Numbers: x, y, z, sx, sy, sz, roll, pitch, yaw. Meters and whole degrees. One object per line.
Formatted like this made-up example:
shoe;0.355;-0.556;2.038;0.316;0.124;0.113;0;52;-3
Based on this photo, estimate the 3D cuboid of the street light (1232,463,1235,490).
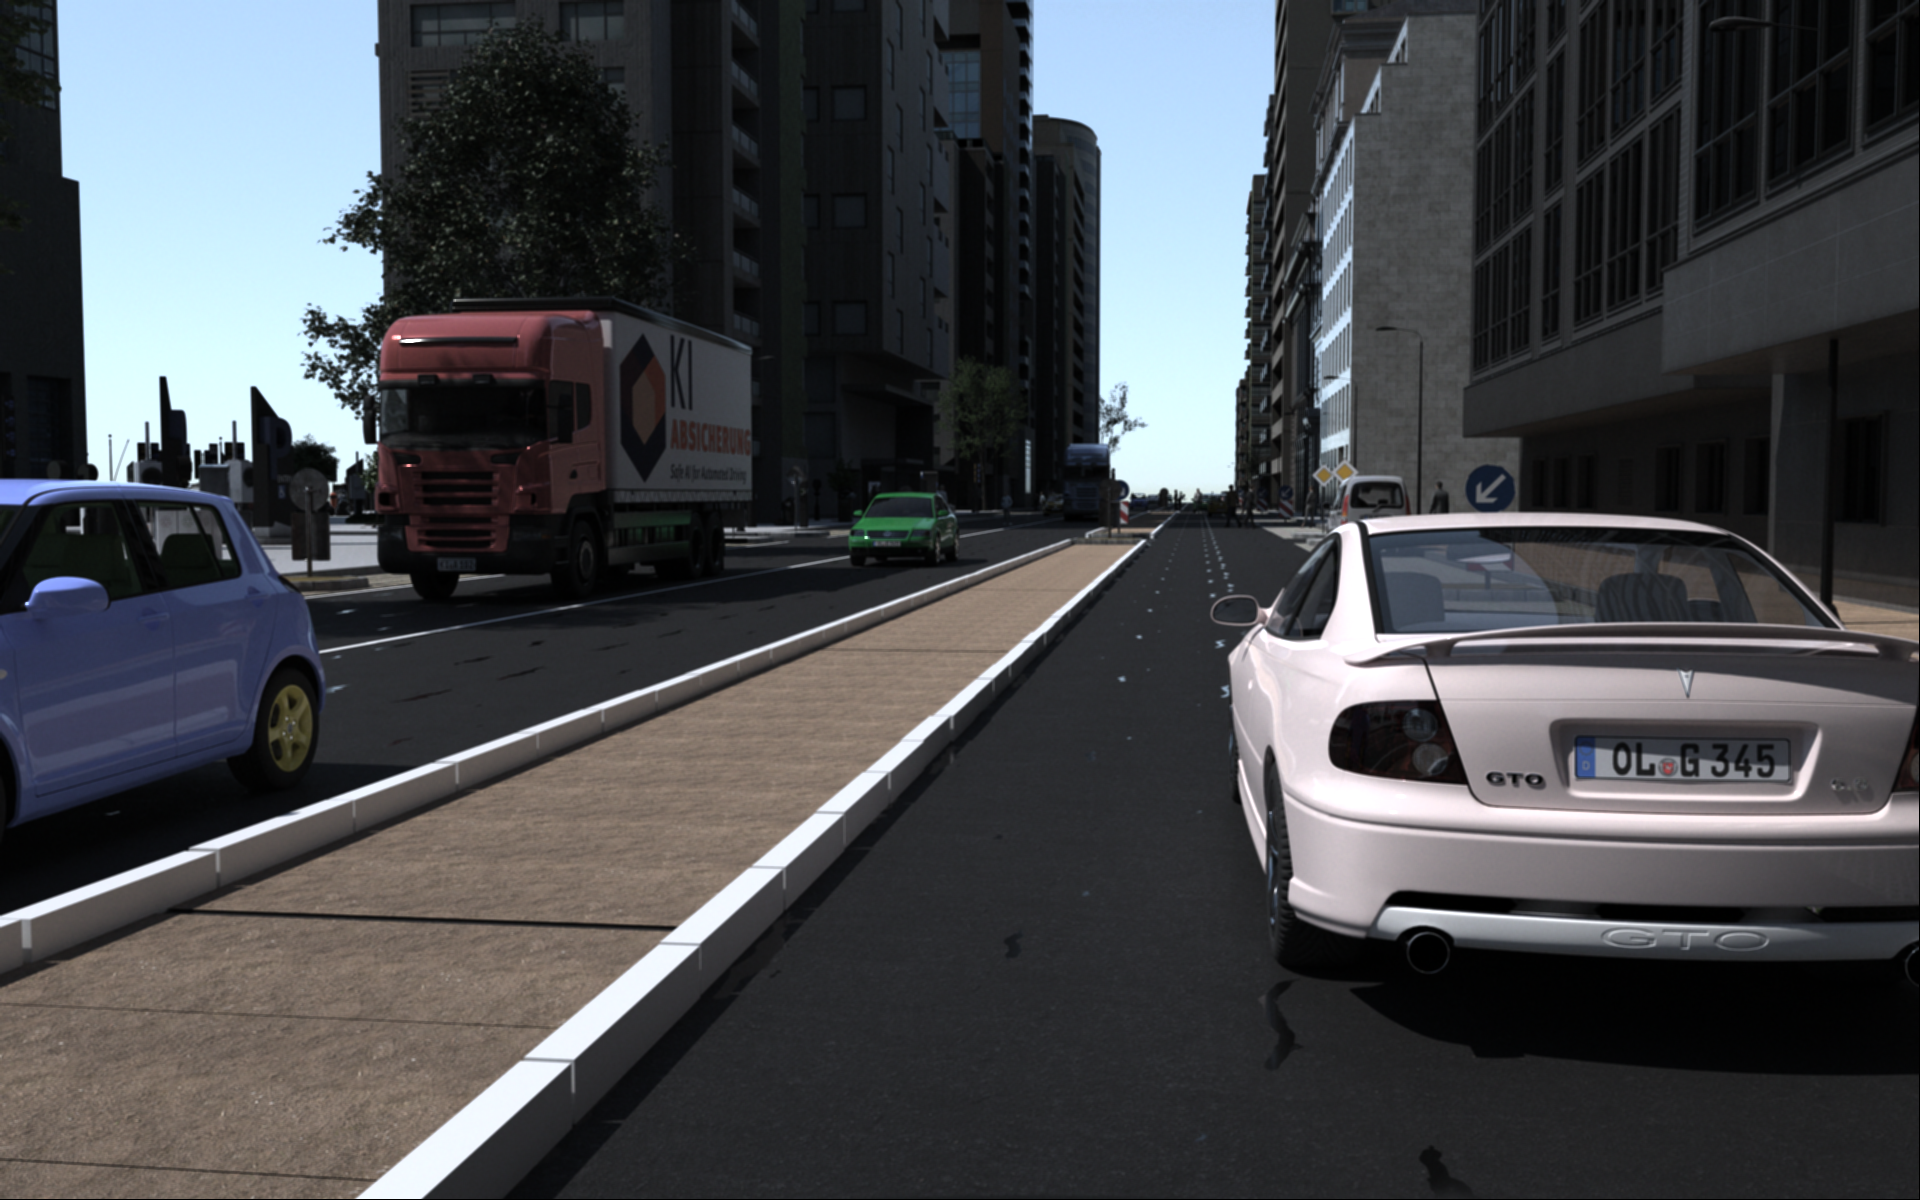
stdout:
street light;36.613;-15.509;226.115;1.470;5.913;1.316;0;4;8

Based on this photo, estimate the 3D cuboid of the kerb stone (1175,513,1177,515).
kerb stone;12.989;-5.100;105.579;0.120;0.150;1.000;0;4;8

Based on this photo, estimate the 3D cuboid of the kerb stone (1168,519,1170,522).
kerb stone;9.659;-3.610;81.216;0.120;0.150;1.000;0;4;8

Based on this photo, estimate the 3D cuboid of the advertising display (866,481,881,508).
advertising display;-4.174;-4.806;83.796;0.123;1.923;0.974;3;5;39

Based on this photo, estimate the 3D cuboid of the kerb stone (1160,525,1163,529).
kerb stone;7.436;-2.618;64.998;0.120;0.150;1.000;0;4;8

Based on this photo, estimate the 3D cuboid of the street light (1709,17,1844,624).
street light;8.004;-2.718;16.985;1.470;5.913;1.316;0;4;8

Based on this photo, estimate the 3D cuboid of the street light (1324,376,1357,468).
street light;14.995;-5.846;68.126;1.470;5.913;1.316;0;4;8

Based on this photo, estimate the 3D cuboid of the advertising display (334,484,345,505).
advertising display;-41.862;-6.824;116.793;0.123;1.923;0.974;2;4;30

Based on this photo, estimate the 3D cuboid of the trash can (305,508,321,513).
trash can;-25.726;-3.497;68.823;0.748;1.137;0.748;0;3;0

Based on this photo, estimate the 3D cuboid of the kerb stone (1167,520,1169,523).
kerb stone;9.235;-3.424;78.180;0.120;0.150;1.000;0;4;8

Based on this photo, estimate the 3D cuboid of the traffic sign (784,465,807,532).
traffic sign;-5.562;-3.366;58.681;0.795;2.450;0.064;0;4;8

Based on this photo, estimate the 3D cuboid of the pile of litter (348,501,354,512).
pile of litter;-44.728;-6.888;126.584;1.719;0.858;1.176;1;4;16

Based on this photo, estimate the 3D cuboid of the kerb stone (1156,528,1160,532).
kerb stone;6.878;-2.369;60.936;0.120;0.150;1.000;0;4;8

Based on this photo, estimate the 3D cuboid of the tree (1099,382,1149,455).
tree;25.311;-26.589;290.618;12.611;20.169;13.585;0;3;0

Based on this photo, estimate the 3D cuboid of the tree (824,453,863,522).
tree;-5.621;-5.301;81.280;1.663;3.219;1.824;0;3;0

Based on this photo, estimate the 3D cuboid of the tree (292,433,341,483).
tree;-34.979;-6.680;92.928;4.285;4.588;4.351;0;3;0

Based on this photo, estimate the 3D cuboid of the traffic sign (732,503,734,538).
traffic sign;-6.646;-2.882;50.769;0.795;2.450;0.064;0;4;8

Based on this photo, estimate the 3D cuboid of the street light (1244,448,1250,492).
street light;29.674;-12.415;175.531;1.470;5.913;1.316;0;4;8

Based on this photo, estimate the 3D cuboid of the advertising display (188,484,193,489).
advertising display;-49.295;-6.490;111.328;0.974;1.923;0.123;3;4;37

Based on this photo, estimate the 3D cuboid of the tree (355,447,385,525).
tree;-23.877;-4.670;70.962;1.663;3.219;1.824;0;3;0

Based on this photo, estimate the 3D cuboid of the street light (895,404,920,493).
street light;-2.771;-7.154;89.515;1.470;5.913;1.316;0;4;8

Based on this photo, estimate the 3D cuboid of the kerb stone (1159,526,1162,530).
kerb stone;7.292;-2.555;63.977;0.120;0.150;1.000;0;4;8

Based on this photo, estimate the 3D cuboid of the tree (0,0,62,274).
tree;-13.659;-6.108;17.999;7.486;12.596;7.792;0;3;0

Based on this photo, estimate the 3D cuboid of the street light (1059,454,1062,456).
street light;11.780;-13.703;196.585;1.470;5.913;1.316;0;4;8

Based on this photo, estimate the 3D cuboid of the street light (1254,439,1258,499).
street light;25.403;-10.531;144.716;1.470;5.913;1.316;0;4;8

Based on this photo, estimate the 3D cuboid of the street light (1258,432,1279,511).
street light;23.320;-9.617;129.785;1.470;5.913;1.316;0;4;8

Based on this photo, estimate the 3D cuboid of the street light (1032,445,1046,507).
street light;7.524;-11.801;165.487;1.470;5.913;1.316;0;4;8

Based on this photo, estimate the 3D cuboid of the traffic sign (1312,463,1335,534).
traffic sign;11.818;-3.220;56.287;0.795;2.450;0.064;0;4;8

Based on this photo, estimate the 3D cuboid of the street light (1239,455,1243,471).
street light;33.865;-14.301;206.357;1.470;5.913;1.316;0;4;8

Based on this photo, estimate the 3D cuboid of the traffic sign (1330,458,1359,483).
traffic sign;10.733;-2.736;48.376;0.795;2.450;0.064;0;4;8

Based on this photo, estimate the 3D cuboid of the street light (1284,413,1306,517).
street light;19.177;-7.732;98.953;1.470;5.913;1.316;0;4;8

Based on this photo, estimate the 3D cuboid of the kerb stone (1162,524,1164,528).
kerb stone;7.847;-2.801;68.038;0.120;0.150;1.000;0;4;8

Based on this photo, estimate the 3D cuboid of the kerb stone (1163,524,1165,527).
kerb stone;7.986;-2.865;69.050;0.120;0.150;1.000;0;4;8

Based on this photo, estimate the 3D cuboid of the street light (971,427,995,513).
street light;1.478;-9.039;120.333;1.470;5.913;1.316;0;4;8

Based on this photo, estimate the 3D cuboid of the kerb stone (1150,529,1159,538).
kerb stone;6.732;-2.301;59.924;0.120;0.150;1.000;0;4;8

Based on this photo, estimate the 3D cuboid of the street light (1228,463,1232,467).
street light;40.873;-17.394;256.932;1.470;5.913;1.316;0;4;8

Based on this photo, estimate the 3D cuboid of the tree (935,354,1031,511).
tree;1.691;-12.477;129.759;9.928;11.665;9.643;0;3;0

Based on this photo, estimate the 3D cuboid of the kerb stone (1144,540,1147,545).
kerb stone;4.846;-1.461;46.128;0.120;0.150;1.000;0;4;8

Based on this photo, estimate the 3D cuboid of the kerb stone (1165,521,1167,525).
kerb stone;8.813;-3.238;75.140;0.120;0.150;1.000;0;4;8

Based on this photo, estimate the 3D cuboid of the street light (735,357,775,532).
street light;-6.932;-5.269;58.685;1.470;5.913;1.316;0;4;8

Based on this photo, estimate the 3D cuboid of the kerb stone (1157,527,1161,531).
kerb stone;7.012;-2.431;61.949;0.120;0.150;1.000;0;4;8

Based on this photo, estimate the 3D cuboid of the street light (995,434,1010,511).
street light;3.381;-9.915;134.655;1.470;5.913;1.316;0;4;8

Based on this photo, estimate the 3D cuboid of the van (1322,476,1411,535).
van;9.617;-2.070;40.852;2.013;2.044;4.112;0;4;7

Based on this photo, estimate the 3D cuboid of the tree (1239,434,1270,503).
tree;36.420;-16.139;214.231;4.360;8.622;3.978;0;3;0

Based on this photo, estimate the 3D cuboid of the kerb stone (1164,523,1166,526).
kerb stone;8.269;-2.990;71.074;0.120;0.150;1.000;0;4;8

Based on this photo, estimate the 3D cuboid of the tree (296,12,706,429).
tree;-10.500;-7.639;41.901;9.611;12.733;9.660;0;3;0

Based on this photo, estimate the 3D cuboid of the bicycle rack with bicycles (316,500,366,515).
bicycle rack with bicycles;-37.915;-5.700;106.575;2.925;0.926;2.852;0;4;5

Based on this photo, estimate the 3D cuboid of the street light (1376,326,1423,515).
street light;12.188;-4.614;47.984;1.470;5.913;1.316;0;4;8
